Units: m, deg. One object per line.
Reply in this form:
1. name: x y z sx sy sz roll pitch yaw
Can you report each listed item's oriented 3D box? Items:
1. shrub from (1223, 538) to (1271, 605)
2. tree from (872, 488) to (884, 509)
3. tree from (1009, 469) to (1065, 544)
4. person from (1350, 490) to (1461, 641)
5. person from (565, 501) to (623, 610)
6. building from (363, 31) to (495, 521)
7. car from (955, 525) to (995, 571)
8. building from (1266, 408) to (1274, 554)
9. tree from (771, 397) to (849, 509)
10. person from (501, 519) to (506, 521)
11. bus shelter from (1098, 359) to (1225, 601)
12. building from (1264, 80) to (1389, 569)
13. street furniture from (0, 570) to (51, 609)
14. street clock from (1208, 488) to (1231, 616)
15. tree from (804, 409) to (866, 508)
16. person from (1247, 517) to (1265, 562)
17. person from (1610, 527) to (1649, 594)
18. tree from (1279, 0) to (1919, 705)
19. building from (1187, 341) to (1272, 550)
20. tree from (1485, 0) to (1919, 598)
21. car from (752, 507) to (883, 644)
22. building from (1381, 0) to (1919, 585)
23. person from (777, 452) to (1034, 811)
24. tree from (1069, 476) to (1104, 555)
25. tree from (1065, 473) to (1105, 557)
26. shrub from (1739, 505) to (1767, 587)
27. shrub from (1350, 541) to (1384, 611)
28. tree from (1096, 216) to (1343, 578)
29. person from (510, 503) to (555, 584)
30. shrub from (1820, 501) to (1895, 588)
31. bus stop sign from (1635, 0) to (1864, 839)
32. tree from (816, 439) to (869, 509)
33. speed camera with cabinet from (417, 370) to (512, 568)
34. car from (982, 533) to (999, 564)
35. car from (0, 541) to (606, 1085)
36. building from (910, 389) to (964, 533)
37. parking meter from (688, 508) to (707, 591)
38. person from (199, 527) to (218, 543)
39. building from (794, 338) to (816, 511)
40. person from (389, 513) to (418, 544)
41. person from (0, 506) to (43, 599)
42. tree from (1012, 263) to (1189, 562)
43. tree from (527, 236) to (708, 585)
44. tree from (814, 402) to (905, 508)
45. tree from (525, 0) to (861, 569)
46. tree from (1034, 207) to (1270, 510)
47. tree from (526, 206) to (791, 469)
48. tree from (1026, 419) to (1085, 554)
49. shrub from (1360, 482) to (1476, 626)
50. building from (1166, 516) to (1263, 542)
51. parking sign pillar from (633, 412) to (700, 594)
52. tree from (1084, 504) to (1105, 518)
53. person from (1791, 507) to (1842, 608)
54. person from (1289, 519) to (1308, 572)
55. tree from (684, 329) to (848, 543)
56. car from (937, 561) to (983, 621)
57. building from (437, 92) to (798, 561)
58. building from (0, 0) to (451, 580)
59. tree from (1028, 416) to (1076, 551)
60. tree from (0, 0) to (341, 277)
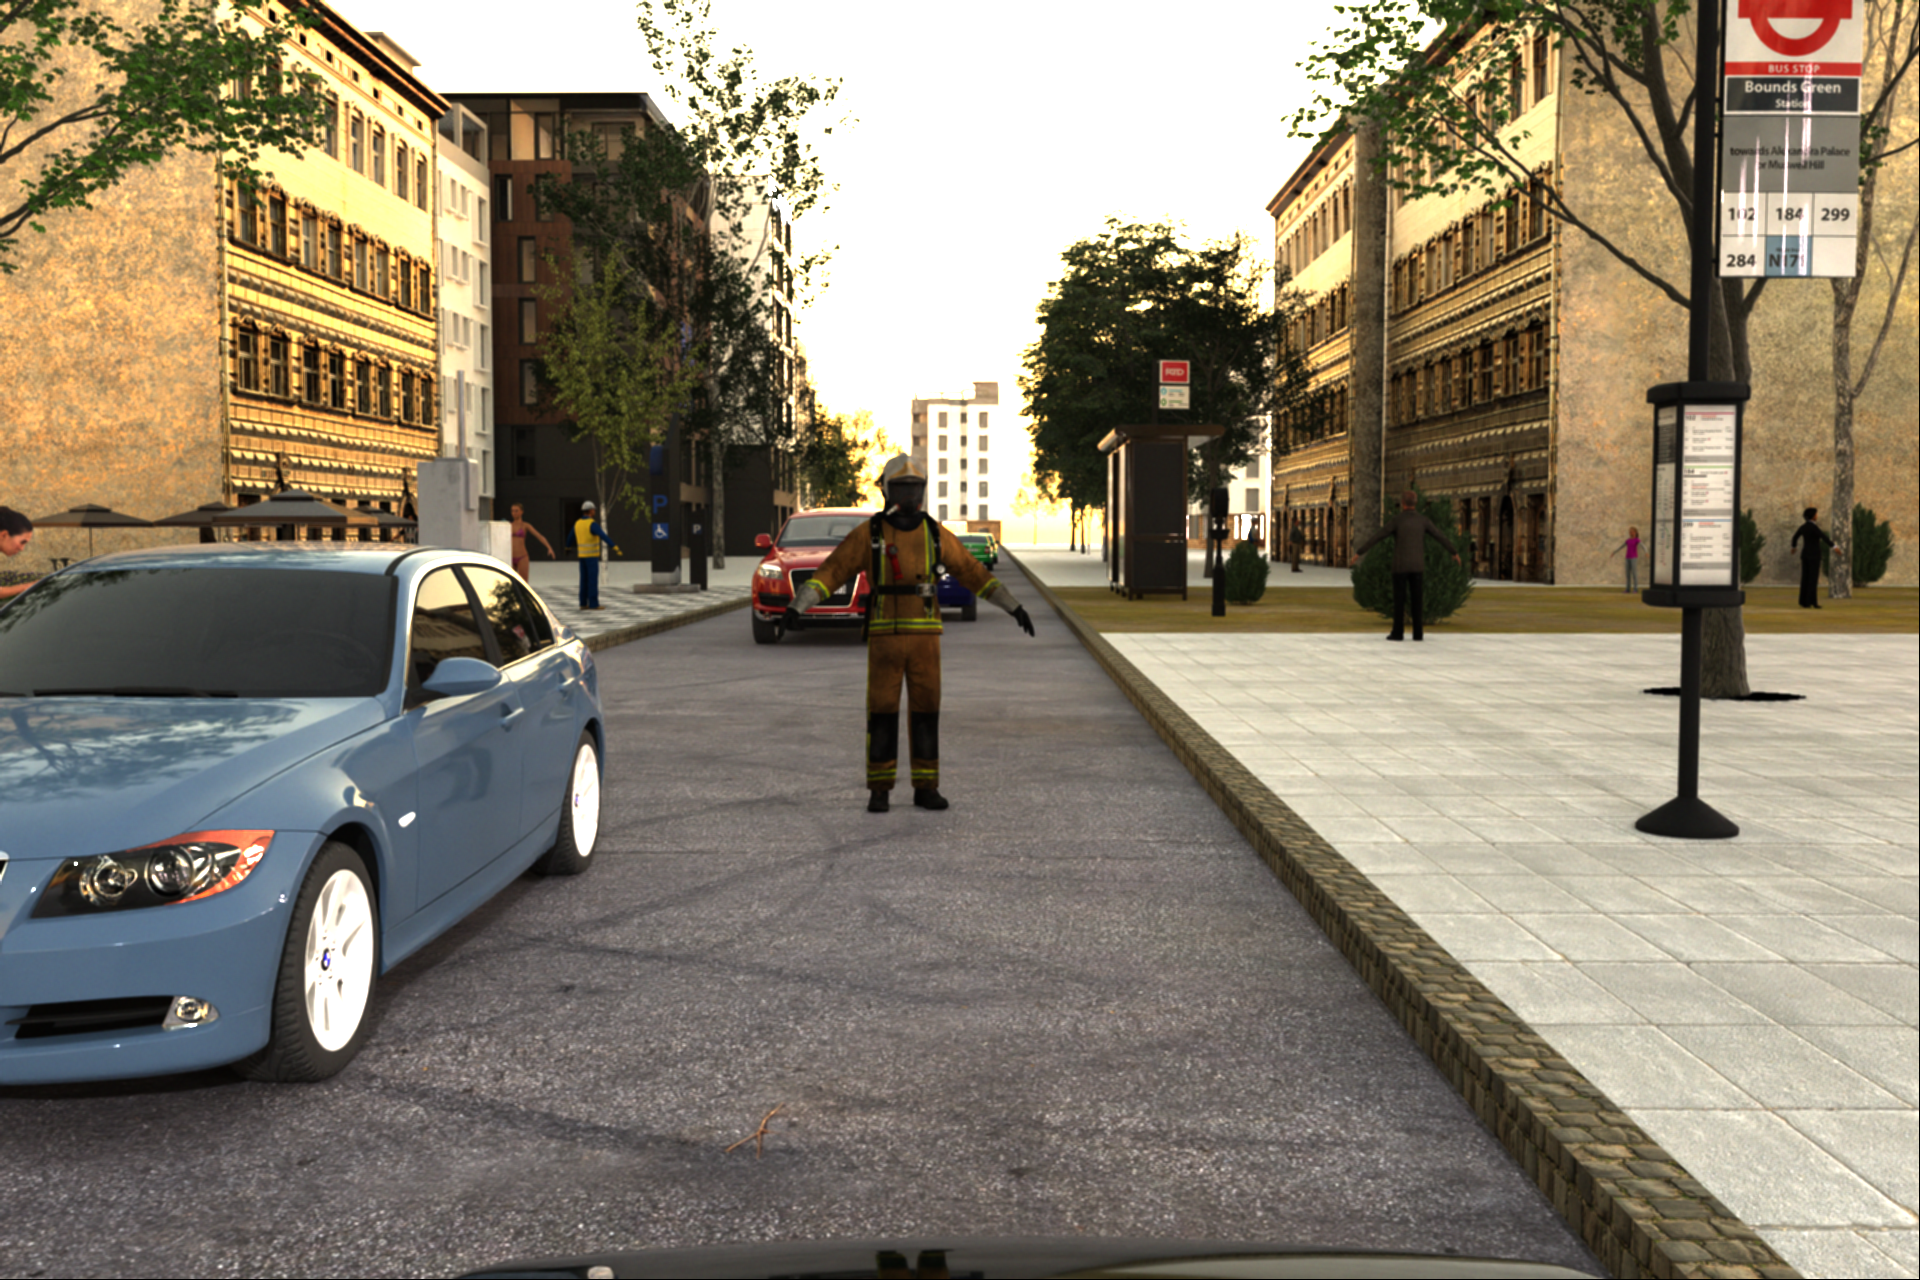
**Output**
1. shrub: 5.117 -1.231 31.239 1.383 1.207 1.383 0 3 0
2. tree: -8.298 -16.179 214.884 4.360 8.622 3.978 0 3 0
3. tree: 9.647 -17.208 215.757 7.601 10.594 8.767 0 4 -6
4. person: 5.403 -0.901 20.913 1.348 1.807 0.705 0 4 -2
5. person: -6.243 -1.423 29.241 1.349 1.833 0.705 3 4 36
6. building: -26.733 -12.863 66.737 16.016 20.090 11.380 0 4 2
7. car: 0.430 -3.665 68.721 1.959 1.807 4.718 0 4 1
8. building: 23.608 -9.438 96.454 9.099 9.664 28.070 0 4 1
9. tree: -7.386 -8.644 91.689 4.360 8.622 3.978 0 3 0
10. person: -15.986 -3.339 60.713 1.347 1.817 0.704 0 4 0
11. bus shelter: 4.149 -3.657 37.429 2.179 5.291 8.768 0 4 1
12. building: 23.589 -14.684 71.013 19.493 23.208 18.063 0 4 1
13. street furniture: -17.749 -1.354 28.995 9.812 1.723 11.010 -1 4 -17
14. street clock: 4.042 -1.373 27.017 0.358 2.002 0.471 0 4 1
15. tree: -7.690 -9.334 102.965 4.737 8.622 4.395 0 3 0
16. person: 9.501 -3.061 55.897 0.705 1.847 1.347 -1 4 -11
17. person: 14.484 -1.723 37.443 0.599 1.433 0.991 -2 4 -29
18. tree: 5.967 -5.363 13.448 9.928 11.665 9.643 0 3 0
19. building: 25.264 -18.324 156.016 16.016 20.090 11.380 0 4 1
20. tree: 16.699 -10.836 33.064 12.611 20.169 13.585 0 3 0
21. car: -1.643 -0.957 24.316 2.281 1.827 5.304 0 4 1
22. building: 24.135 -13.501 51.665 19.493 23.208 18.063 0 4 0
23. person: -0.287 -0.047 9.001 1.354 1.858 0.705 -1 4 -14
24. tree: 8.070 -9.568 106.798 4.737 8.622 4.395 0 3 0
25. tree: 8.293 -9.000 97.512 4.360 8.622 3.978 0 3 0
26. shrub: 18.678 -2.325 42.051 1.661 2.075 1.752 0 3 0
27. shrub: 6.974 -1.082 28.812 1.383 1.207 1.383 0 3 0
28. tree: 7.600 -7.093 50.380 7.601 10.594 8.767 -1 4 -14
29. person: -6.458 -1.123 25.167 1.217 1.733 0.721 0 4 8
30. shrub: 21.605 -2.309 41.799 1.661 2.075 1.752 0 3 0
31. bus stop sign: 3.361 -1.141 7.362 0.855 3.939 0.416 0 4 1
32. tree: -16.427 -18.823 214.417 9.857 13.997 8.962 0 3 0
33. speed camera with cabinet: -6.201 -1.675 21.727 0.660 3.252 2.038 0 4 2
34. car: 0.965 -4.677 85.269 1.959 1.807 4.718 0 4 1
35. car: -2.462 0.363 6.071 2.014 1.417 4.499 0 4 1
36. building: -5.923 -22.001 218.588 11.380 20.090 16.016 0 4 3
37. parking meter: -5.953 -2.054 39.302 0.399 1.863 0.255 0 4 3
38. person: -17.240 -2.058 39.791 0.704 1.812 1.346 -2 4 -35
39. building: -22.920 -17.659 155.188 16.747 18.905 31.486 0 4 1
40. person: -14.478 -2.422 45.737 1.345 1.843 0.704 0 4 3
41. person: -5.459 -0.015 9.473 0.628 1.438 0.799 3 4 37
42. tree: 6.987 -10.585 79.720 9.857 13.997 8.962 0 3 0
43. tree: -8.747 -5.686 43.331 4.737 8.622 4.395 0 3 0
44. tree: -6.895 -11.418 121.099 8.767 10.594 7.601 1 4 22
45. tree: -9.884 -12.583 61.619 12.611 20.169 13.585 0 3 0
46. tree: 7.268 -9.786 66.656 9.857 13.997 8.962 0 3 0
47. tree: -8.803 -7.088 50.302 8.767 10.594 7.601 0 4 6
48. tree: 8.194 -10.964 113.679 8.767 10.594 7.601 1 4 14
49. shrub: 6.480 -1.229 24.519 1.690 2.028 1.600 0 3 0
50. building: 26.567 -14.658 181.808 9.099 9.664 28.070 0 4 1
51. parking sign pillar: -6.400 -3.010 37.678 1.447 3.967 1.447 0 4 1
52. tree: 18.890 -17.476 220.143 7.601 10.594 8.767 0 4 -4
53. person: 14.824 -1.427 30.048 0.721 1.740 1.216 -1 4 -11
54. person: 11.407 -3.203 58.643 0.705 1.796 1.348 3 4 36
55. tree: -8.263 -8.582 74.726 7.601 10.594 8.767 0 4 5
56. car: -0.564 -1.058 29.880 1.945 1.354 3.894 0 4 0
57. building: -24.734 -15.466 96.841 27.936 21.610 32.646 0 4 1
58. building: -27.716 -13.538 52.275 19.493 23.208 18.063 0 4 0
59. tree: 8.475 -12.391 128.352 9.928 11.665 9.643 0 3 0
60. tree: -9.228 -5.467 15.139 9.928 11.665 9.643 0 3 0
